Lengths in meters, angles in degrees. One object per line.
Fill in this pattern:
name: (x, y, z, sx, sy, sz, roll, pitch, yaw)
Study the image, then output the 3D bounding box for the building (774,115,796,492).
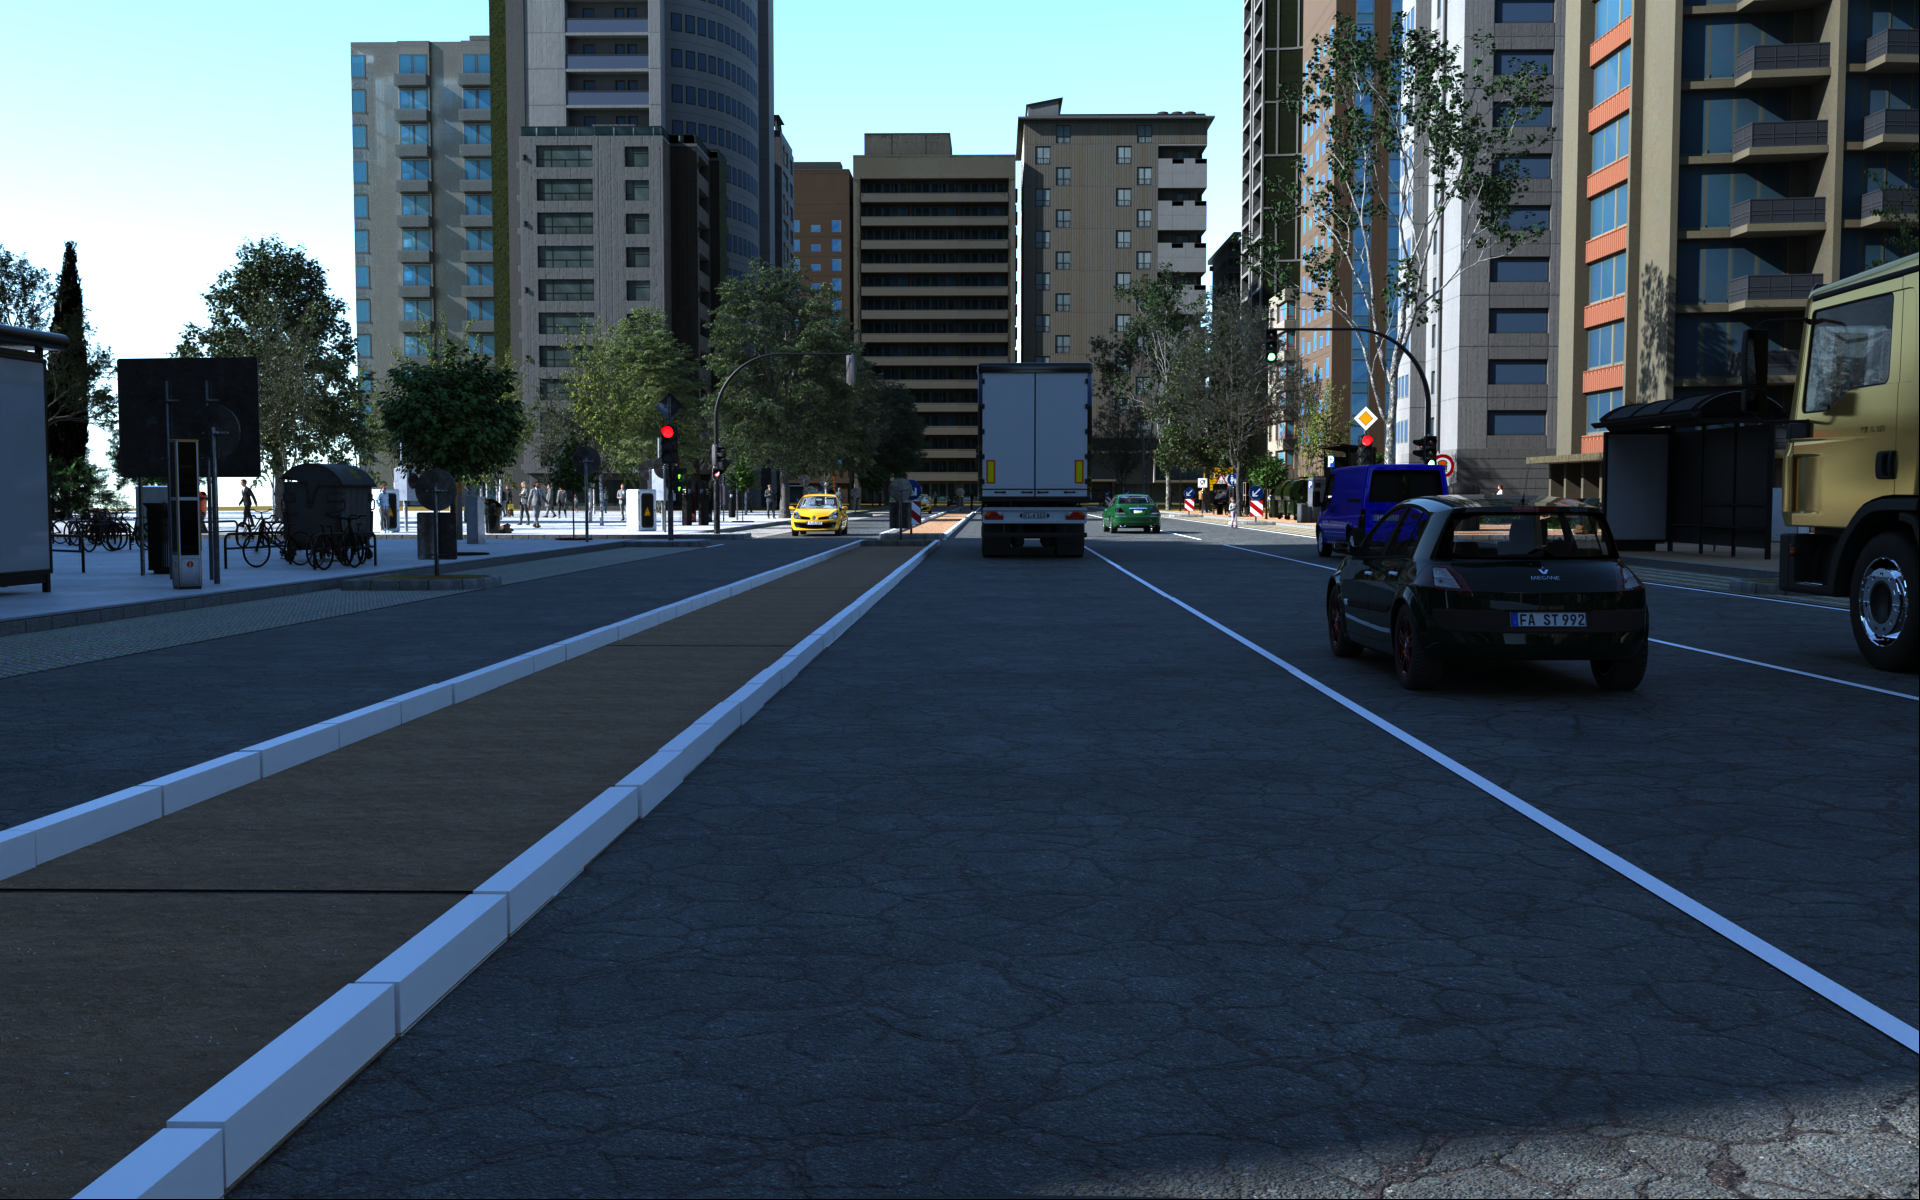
building: (-25.390, -30.910, 188.966, 14.086, 41.232, 14.154, 0, 4, 1)

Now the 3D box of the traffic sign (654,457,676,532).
traffic sign: (-9.893, -3.542, 58.018, 0.768, 2.556, 0.104, 0, 4, 8)

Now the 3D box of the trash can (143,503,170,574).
trash can: (-12.790, -0.998, 27.973, 0.748, 1.137, 0.748, 0, 3, 0)

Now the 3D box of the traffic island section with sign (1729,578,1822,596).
traffic island section with sign: (12.348, -1.006, 25.083, 1.989, 1.847, 2.006, 0, 4, 1)

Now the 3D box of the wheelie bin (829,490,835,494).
wheelie bin: (-9.491, -7.250, 126.452, 0.980, 1.594, 0.693, 2, 4, 26)

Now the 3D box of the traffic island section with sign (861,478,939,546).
traffic island section with sign: (-1.686, -2.443, 48.082, 2.006, 1.907, 1.989, 0, 4, 1)

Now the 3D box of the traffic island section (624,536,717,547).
traffic island section: (-8.031, -1.572, 47.978, 2.009, 0.180, 2.903, 0, 4, 1)

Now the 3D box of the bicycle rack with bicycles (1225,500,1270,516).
bicycle rack with bicycles: (17.200, -5.484, 103.037, 2.852, 0.926, 2.925, 0, 4, -6)

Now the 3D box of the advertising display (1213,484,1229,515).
advertising display: (16.181, -6.273, 107.776, 0.974, 1.923, 0.123, -1, 4, -22)

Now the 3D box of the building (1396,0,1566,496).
building: (40.278, -35.044, 114.974, 21.231, 58.520, 28.212, 0, 4, 1)

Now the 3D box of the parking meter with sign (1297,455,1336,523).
parking meter with sign: (15.901, -4.961, 77.373, 1.738, 3.016, 0.543, -2, 4, -24)

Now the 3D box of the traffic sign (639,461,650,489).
traffic sign: (-11.826, -4.020, 65.840, 0.768, 2.556, 0.104, 0, 4, 7)

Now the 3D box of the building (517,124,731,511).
building: (-26.578, -22.474, 139.147, 14.160, 30.474, 14.107, 0, 4, 1)

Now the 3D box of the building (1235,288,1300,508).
building: (41.362, -19.253, 159.827, 27.650, 21.520, 28.899, 0, 4, 1)

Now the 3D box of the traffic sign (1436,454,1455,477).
traffic sign: (15.355, -3.370, 55.201, 0.768, 2.556, 0.104, 0, 4, 4)

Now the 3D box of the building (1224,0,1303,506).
building: (39.249, -45.561, 183.172, 20.563, 71.187, 20.611, 0, 4, 1)

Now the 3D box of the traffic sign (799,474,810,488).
traffic sign: (-10.022, -6.821, 111.633, 0.768, 2.556, 0.104, 0, 4, 2)

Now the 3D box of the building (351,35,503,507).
building: (-47.868, -34.534, 184.234, 30.456, 49.044, 23.786, 0, 4, 1)

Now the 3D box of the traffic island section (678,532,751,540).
traffic island section: (-7.867, -2.060, 55.962, 2.009, 0.180, 2.903, 0, 4, 1)

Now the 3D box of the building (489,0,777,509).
building: (-29.373, -37.805, 160.107, 21.231, 58.520, 28.212, 0, 4, 1)

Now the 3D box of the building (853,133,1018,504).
building: (-3.100, -37.415, 235.441, 21.600, 48.544, 21.300, 0, 4, 1)

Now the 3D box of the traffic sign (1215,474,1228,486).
traffic sign: (16.721, -6.786, 110.962, 0.884, 2.594, 0.081, 0, 4, 8)

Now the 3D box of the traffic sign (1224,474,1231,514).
traffic sign: (17.449, -6.841, 111.964, 0.768, 2.556, 0.104, 0, 4, 5)

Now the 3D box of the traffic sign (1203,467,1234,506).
traffic sign: (19.293, -8.293, 129.466, 2.265, 3.308, 0.079, 0, 4, 6)

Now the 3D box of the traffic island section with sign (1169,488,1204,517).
traffic island section with sign: (14.054, -6.055, 107.632, 1.989, 1.847, 2.006, 0, 4, 1)

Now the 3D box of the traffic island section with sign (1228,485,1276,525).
traffic island section with sign: (13.481, -4.373, 80.123, 1.989, 1.847, 2.006, 0, 4, 1)

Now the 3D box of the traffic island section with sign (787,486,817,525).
traffic island section with sign: (-7.017, -4.436, 81.162, 1.989, 1.847, 2.006, 0, 4, 1)

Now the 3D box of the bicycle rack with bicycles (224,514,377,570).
bicycle rack with bicycles: (-11.391, -1.049, 30.529, 2.852, 0.926, 2.925, 1, 4, 16)

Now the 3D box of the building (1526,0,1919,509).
building: (41.049, -25.806, 76.552, 28.867, 44.769, 22.147, 0, 4, 1)

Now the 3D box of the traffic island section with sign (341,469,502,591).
traffic island section with sign: (-8.142, -1.093, 26.492, 1.989, 1.847, 2.006, 0, 4, 1)

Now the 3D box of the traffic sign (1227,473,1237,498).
traffic sign: (16.738, -6.481, 106.078, 0.768, 2.556, 0.104, 0, 4, 7)

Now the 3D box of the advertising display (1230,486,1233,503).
advertising display: (19.512, -7.378, 125.843, 0.123, 1.923, 0.974, 3, 5, 44)

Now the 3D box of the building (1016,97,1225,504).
building: (21.521, -39.721, 238.678, 27.495, 52.752, 28.713, 0, 4, 1)

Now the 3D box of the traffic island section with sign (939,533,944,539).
traffic island section with sign: (-1.524, -2.896, 55.487, 2.006, 1.907, 1.989, 0, 4, 1)

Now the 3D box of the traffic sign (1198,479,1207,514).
traffic sign: (15.763, -6.751, 112.506, 0.606, 2.300, 0.079, 1, 4, 10)

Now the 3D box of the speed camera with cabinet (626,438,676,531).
speed camera with cabinet: (-10.746, -4.034, 60.290, 0.660, 3.252, 2.038, 2, 4, 29)

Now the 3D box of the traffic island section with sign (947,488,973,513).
traffic island section with sign: (0.012, -7.491, 130.610, 2.006, 1.907, 1.989, 0, 4, 1)

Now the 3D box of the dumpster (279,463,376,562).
dumpster: (-12.145, -1.685, 33.303, 1.264, 1.857, 1.865, 0, 4, 1)

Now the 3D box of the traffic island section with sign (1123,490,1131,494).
traffic island section with sign: (15.086, -9.142, 158.103, 1.989, 1.847, 2.006, 0, 4, 1)

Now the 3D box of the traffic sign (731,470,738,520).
traffic sign: (-10.928, -5.186, 84.893, 0.768, 2.556, 0.104, 1, 4, 10)

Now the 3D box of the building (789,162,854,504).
building: (-21.311, -35.622, 232.526, 14.200, 45.320, 14.600, 0, 4, 1)

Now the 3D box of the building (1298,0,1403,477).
building: (35.261, -29.823, 137.711, 14.600, 45.320, 14.200, 0, 4, 1)

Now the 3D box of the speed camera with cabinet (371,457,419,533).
speed camera with cabinet: (-19.103, -3.921, 58.443, 0.660, 3.252, 2.038, 1, 4, 20)

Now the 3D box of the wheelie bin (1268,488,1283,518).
wheelie bin: (17.280, -5.284, 94.309, 0.980, 1.594, 0.693, -1, 4, -17)

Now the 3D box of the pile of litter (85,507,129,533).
pile of litter: (-28.475, -2.659, 57.444, 1.719, 0.858, 1.176, 1, 4, 10)

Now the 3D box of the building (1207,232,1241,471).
building: (47.732, -33.542, 240.285, 23.993, 40.220, 32.217, 0, 4, 1)

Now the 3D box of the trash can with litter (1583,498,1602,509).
trash can with litter: (19.911, -2.661, 54.894, 1.055, 1.170, 0.624, -3, 5, -43)

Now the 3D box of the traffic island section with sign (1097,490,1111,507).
traffic island section with sign: (15.641, -10.791, 185.053, 1.989, 1.847, 2.006, 0, 4, 1)

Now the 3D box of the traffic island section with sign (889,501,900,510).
traffic island section with sign: (-5.443, -9.117, 157.693, 1.989, 1.847, 2.006, 0, 4, 1)

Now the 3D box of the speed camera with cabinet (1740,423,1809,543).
speed camera with cabinet: (21.612, -3.177, 46.279, 0.660, 3.252, 2.038, -2, 4, -34)

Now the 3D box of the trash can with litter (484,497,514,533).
trash can with litter: (-15.121, -2.762, 56.539, 0.624, 1.170, 1.055, 2, 4, 28)

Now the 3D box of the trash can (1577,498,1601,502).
trash can: (20.793, -2.793, 57.321, 0.748, 1.137, 0.748, 0, 3, 0)

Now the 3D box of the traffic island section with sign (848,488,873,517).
traffic island section with sign: (-6.472, -6.085, 108.112, 1.989, 1.847, 2.006, 0, 4, 1)

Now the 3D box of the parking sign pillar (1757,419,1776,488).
parking sign pillar: (25.920, -4.163, 56.531, 1.447, 3.967, 1.447, -1, 4, -19)
